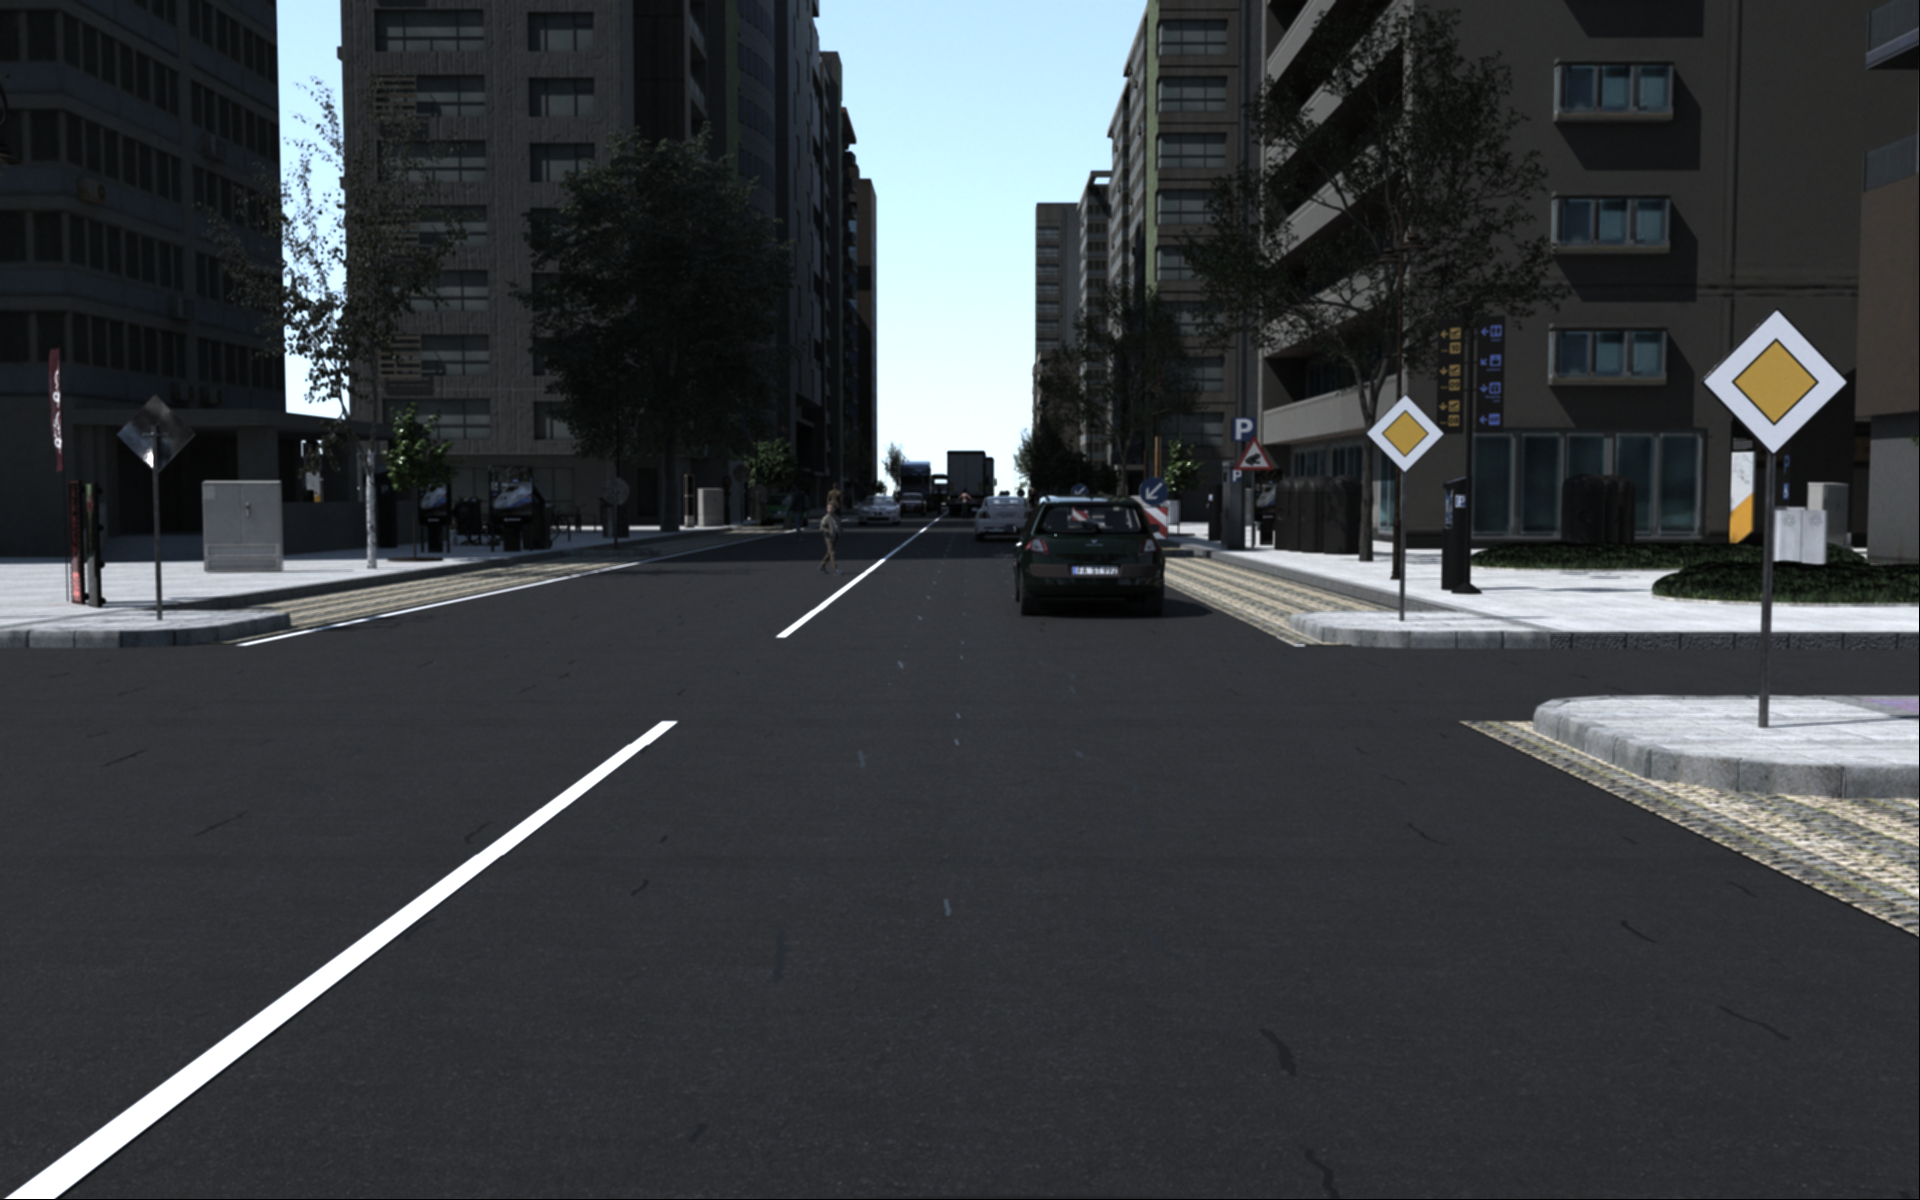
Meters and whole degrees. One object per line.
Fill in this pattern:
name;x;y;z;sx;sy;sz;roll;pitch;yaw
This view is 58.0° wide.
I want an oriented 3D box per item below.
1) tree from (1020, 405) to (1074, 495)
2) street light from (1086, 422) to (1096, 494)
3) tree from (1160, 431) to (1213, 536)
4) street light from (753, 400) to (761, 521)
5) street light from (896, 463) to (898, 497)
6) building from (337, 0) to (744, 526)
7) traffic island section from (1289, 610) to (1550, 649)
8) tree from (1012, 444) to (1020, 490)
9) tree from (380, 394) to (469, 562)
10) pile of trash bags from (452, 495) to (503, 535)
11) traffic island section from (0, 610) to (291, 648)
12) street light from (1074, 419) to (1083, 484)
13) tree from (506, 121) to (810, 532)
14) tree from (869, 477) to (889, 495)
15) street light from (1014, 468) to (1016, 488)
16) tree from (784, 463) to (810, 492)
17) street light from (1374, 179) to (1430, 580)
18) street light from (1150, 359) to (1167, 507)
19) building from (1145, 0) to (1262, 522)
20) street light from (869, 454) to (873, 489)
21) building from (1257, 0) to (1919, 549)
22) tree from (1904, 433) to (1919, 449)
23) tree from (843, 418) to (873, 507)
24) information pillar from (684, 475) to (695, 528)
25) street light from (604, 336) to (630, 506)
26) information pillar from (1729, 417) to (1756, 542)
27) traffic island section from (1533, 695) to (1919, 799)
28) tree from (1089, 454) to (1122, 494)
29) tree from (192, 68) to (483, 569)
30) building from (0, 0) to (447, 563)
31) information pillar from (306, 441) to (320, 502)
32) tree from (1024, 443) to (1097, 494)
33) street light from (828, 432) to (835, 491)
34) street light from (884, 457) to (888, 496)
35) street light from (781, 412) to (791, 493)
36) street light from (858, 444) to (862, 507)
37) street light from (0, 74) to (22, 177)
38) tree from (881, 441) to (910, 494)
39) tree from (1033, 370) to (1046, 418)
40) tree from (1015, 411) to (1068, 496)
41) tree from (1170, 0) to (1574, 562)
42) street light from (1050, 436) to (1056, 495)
tree;7.282;-11.571;139.544;4.737;8.622;4.395;0;3;0
street light;6.954;-7.284;91.886;0.468;5.910;1.993;0;4;0
tree;6.715;-3.596;53.399;1.663;3.219;1.824;0;3;0
street light;-9.750;-6.754;83.215;0.468;5.910;1.993;0;4;0
street light;-8.758;-16.493;242.454;0.468;5.910;1.993;0;4;0
building;-17.325;-23.903;74.401;14.154;41.232;14.086;0;4;0
traffic island section;4.486;0.291;17.517;2.009;0.180;2.903;0;4;0
tree;7.500;-14.144;181.623;4.737;8.622;4.395;0;3;0
tree;-10.522;-2.355;33.111;1.663;3.219;1.824;0;3;0
pile of trash bags;-15.678;-2.759;54.868;3.447;1.369;1.912;0;4;8
traffic island section;-8.155;0.286;17.601;2.009;0.180;2.903;0;4;0
street light;6.998;-7.913;102.160;0.468;5.910;1.993;0;4;0
tree;-9.990;-9.289;58.525;9.857;13.997;8.962;0;3;0
tree;-9.438;-12.154;193.317;1.663;3.219;1.824;0;3;0
street light;7.985;-17.070;251.883;0.468;5.910;1.993;0;4;0
tree;-9.893;-6.786;105.550;1.663;3.219;1.824;0;3;0
street light;6.557;-3.246;25.855;0.468;5.910;1.993;0;4;0
street light;6.776;-5.286;59.215;0.468;5.910;1.993;0;4;0
building;16.025;-24.552;85.015;14.154;41.232;14.086;0;4;0
street light;-9.140;-12.516;177.421;0.468;5.910;1.993;0;4;0
building;21.092;-26.031;49.310;21.300;48.544;21.600;0;4;0
tree;14.841;-1.865;25.087;1.663;3.219;1.824;0;3;0
tree;-10.338;-13.286;167.593;4.360;8.622;3.978;0;3;0
information pillar;-10.325;-3.767;66.083;0.304;2.012;0.304;-2;4;-26
street light;-10.016;-4.765;50.700;0.468;5.910;1.993;0;4;0
information pillar;15.362;-2.608;33.990;0.183;3.616;0.504;-2;4;-32
traffic island section;4.436;0.780;9.532;2.009;0.180;2.903;0;4;0
tree;7.026;-5.494;84.422;1.663;3.219;1.824;0;3;0
tree;-10.355;-4.842;29.536;4.360;8.622;3.978;0;3;0
building;-30.272;-21.268;39.608;32.217;40.220;23.993;0;4;0
information pillar;-24.319;-4.509;65.081;0.504;3.616;0.183;-1;4;-11
tree;7.150;-7.813;111.456;4.285;4.588;4.351;0;3;0
street light;-9.507;-9.503;128.164;0.468;5.910;1.993;0;4;0
street light;-8.951;-14.505;209.938;0.468;5.910;1.993;0;4;0
street light;-9.636;-7.512;95.610;0.468;5.910;1.993;0;4;0
street light;-9.227;-11.492;160.680;0.468;5.910;1.993;0;4;0
street light;-10.189;-2.748;17.723;0.468;5.910;1.993;0;4;0
tree;-8.892;-18.321;249.905;4.737;8.622;4.395;0;3;0
tree;6.689;-8.456;72.663;8.767;10.594;7.601;2;4;29
tree;7.153;-12.128;148.647;4.360;8.622;3.978;0;3;0
tree;7.479;-5.994;32.416;8.767;10.594;7.601;3;5;42
street light;7.239;-9.915;134.895;0.468;5.910;1.993;0;4;0
